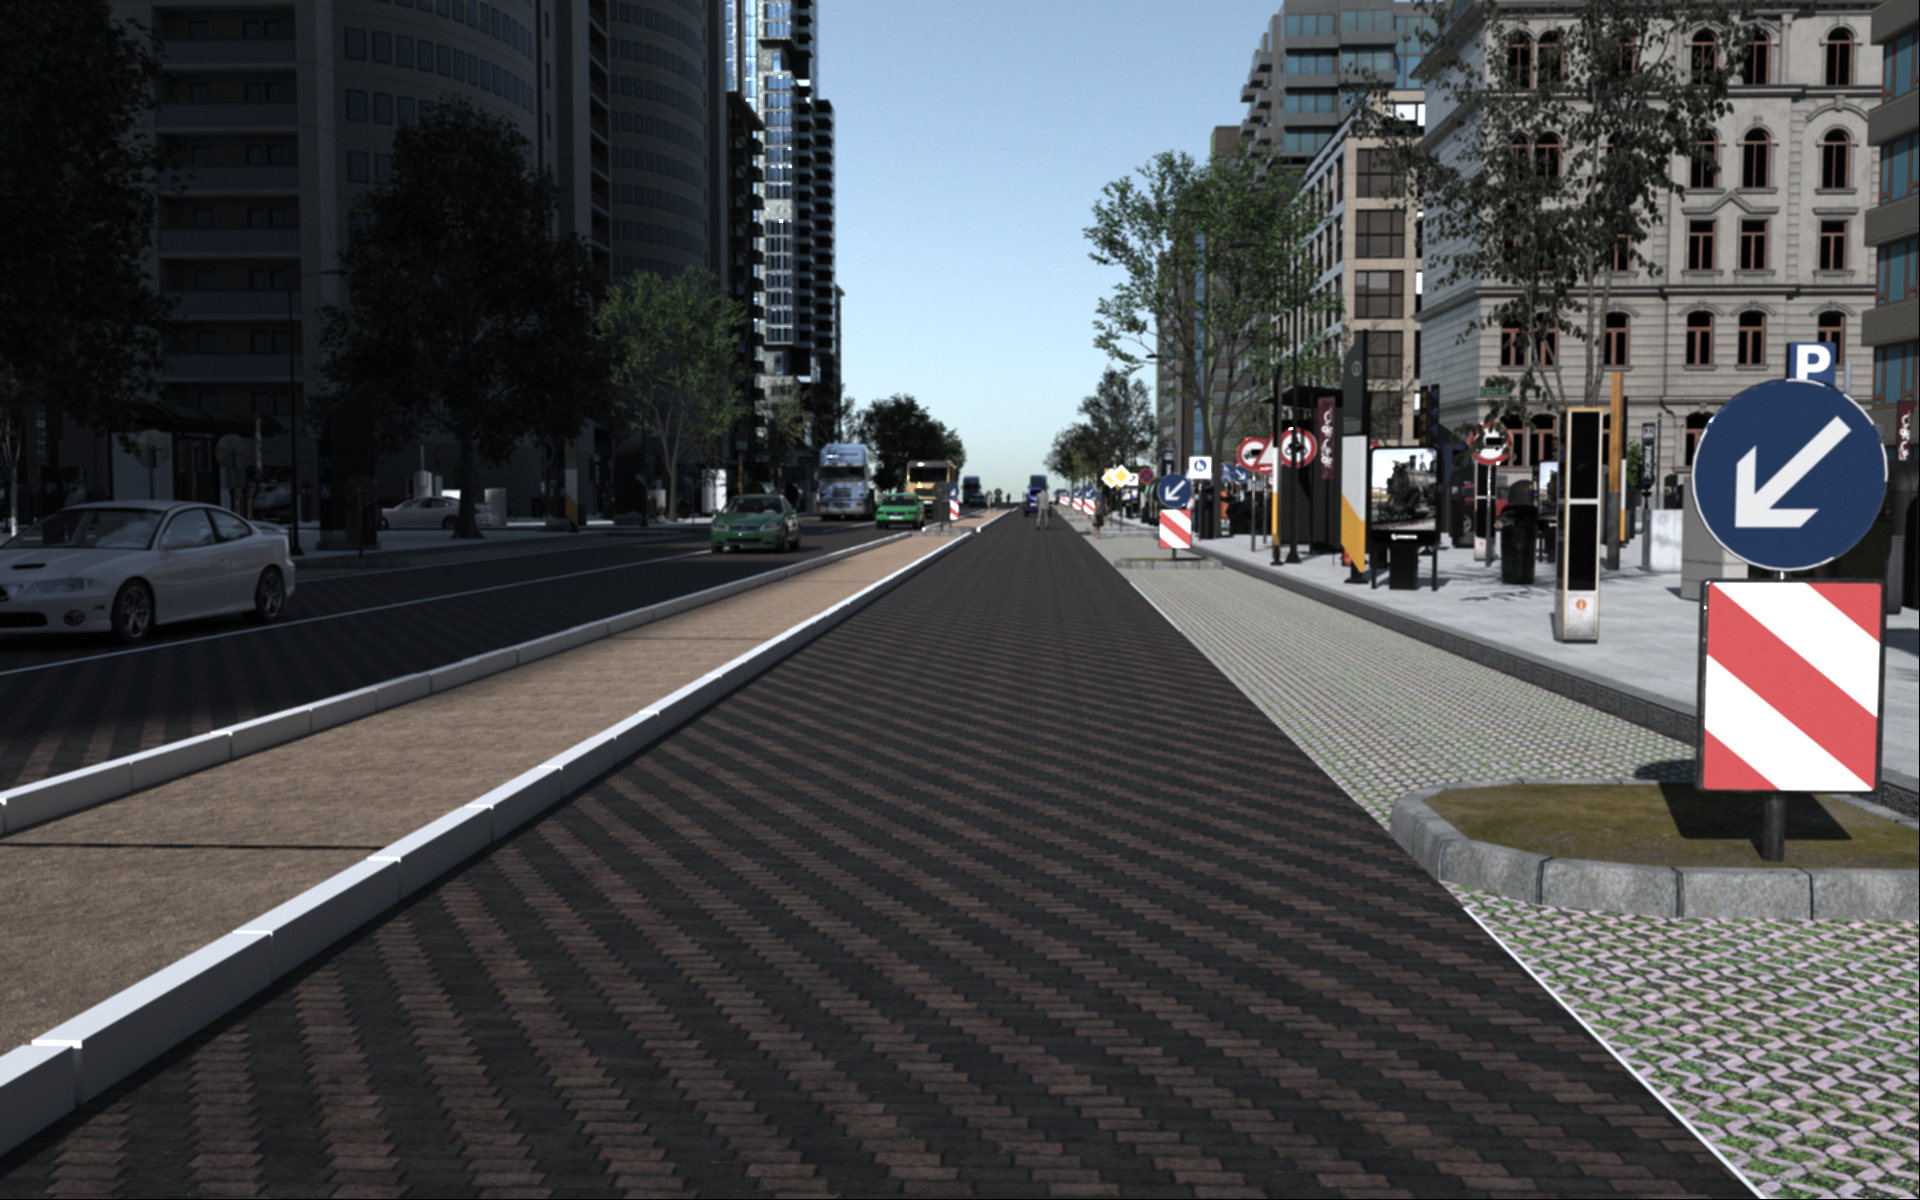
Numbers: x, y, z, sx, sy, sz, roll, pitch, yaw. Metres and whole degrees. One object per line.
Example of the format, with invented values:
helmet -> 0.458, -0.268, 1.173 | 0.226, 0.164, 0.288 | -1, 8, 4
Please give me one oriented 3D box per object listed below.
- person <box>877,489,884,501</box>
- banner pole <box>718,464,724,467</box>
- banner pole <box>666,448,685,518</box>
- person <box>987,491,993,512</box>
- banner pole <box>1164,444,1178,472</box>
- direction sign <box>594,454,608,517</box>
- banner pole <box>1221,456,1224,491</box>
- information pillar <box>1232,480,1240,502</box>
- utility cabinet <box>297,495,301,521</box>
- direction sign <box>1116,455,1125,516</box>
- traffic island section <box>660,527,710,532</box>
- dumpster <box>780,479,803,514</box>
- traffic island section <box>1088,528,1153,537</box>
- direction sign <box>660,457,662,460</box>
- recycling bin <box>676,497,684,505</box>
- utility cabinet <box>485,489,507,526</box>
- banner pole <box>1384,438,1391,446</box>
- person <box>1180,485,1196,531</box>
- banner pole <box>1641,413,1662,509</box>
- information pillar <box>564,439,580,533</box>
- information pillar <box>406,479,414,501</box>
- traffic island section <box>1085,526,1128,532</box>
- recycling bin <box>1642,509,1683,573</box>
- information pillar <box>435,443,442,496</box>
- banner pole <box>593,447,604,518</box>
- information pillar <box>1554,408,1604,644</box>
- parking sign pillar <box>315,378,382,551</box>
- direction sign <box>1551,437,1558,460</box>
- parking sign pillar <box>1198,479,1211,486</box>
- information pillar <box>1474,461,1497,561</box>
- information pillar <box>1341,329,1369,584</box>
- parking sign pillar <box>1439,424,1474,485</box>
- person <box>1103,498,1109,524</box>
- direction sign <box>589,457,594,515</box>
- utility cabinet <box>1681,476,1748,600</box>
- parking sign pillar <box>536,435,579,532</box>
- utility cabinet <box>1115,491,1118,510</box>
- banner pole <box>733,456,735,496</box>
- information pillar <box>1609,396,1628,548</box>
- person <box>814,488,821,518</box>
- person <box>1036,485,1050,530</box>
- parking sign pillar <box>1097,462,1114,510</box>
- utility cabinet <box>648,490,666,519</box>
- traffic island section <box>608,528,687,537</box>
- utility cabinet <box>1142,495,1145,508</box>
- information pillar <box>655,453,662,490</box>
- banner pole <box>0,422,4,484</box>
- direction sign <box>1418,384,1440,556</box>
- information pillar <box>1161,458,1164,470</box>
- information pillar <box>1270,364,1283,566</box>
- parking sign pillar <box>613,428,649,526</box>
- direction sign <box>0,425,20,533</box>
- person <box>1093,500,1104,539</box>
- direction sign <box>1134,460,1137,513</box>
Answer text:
person -> -5.671, -7.033, 123.834 | 0.599, 1.781, 0.374 | 0, 4, -6
banner pole -> -17.098, -8.273, 125.284 | 0.863, 3.779, 0.401 | -1, 4, -8
banner pole -> -15.656, -6.396, 94.587 | 0.863, 3.779, 0.401 | -2, 4, -33
person -> 2.320, -7.751, 136.227 | 0.522, 1.701, 0.512 | -2, 4, -24
banner pole -> 10.700, -5.964, 87.536 | 0.863, 3.779, 0.401 | 1, 4, 17
direction sign -> -20.317, -6.529, 98.750 | 0.379, 3.537, 0.876 | -3, 5, -41
banner pole -> 17.100, -7.547, 113.405 | 0.401, 3.779, 0.863 | 3, 5, 43
information pillar -> 14.239, -5.186, 89.282 | 0.304, 2.012, 0.304 | 3, 4, 37
utility cabinet -> -31.895, -4.405, 83.177 | 0.306, 1.237, 1.020 | -2, 4, -31
direction sign -> 9.365, -6.676, 101.146 | 0.379, 3.537, 0.876 | -2, 4, -26
traffic island section -> -10.390, -2.757, 67.359 | 2.009, 0.180, 2.903 | 0, 4, 3
dumpster -> -11.111, -6.748, 112.827 | 1.502, 2.255, 1.985 | 0, 4, 3
traffic island section -> 5.470, -2.224, 58.639 | 2.009, 0.180, 2.903 | 0, 4, 3
direction sign -> -18.118, -6.906, 104.911 | 0.379, 3.537, 0.876 | 0, 4, -1
recycling bin -> -21.265, -7.242, 130.964 | 0.722, 1.027, 0.722 | -3, 5, -42
utility cabinet -> -18.595, -3.711, 69.349 | 0.318, 1.500, 1.173 | -3, 5, -44
banner pole -> 19.232, -5.382, 78.010 | 0.401, 3.779, 0.863 | 3, 4, 36
person -> 8.071, -3.162, 60.875 | 0.731, 1.740, 0.598 | 0, 4, 5
banner pole -> 21.355, -3.880, 53.448 | 0.401, 3.779, 0.863 | -2, 4, -29
information pillar -> -12.862, -4.036, 57.350 | 0.183, 3.616, 0.504 | 3, 4, 36
information pillar -> -25.990, -4.735, 81.917 | 0.304, 2.012, 0.304 | -2, 4, -33
traffic island section -> 5.834, -2.712, 66.616 | 2.009, 0.180, 2.903 | 0, 4, 3
recycling bin -> 11.608, -0.966, 28.342 | 0.722, 1.027, 0.722 | 1, 4, 10
information pillar -> -24.124, -5.433, 80.178 | 0.504, 3.616, 0.183 | 3, 5, 41
banner pole -> -19.117, -6.233, 91.923 | 0.401, 3.779, 0.863 | 3, 5, 42
information pillar -> 5.324, -0.637, 14.911 | 0.304, 2.012, 0.304 | 0, 4, 5
parking sign pillar -> -14.114, -3.143, 39.858 | 1.447, 3.967, 1.447 | 2, 4, 27
direction sign -> 23.655, -4.672, 68.386 | 0.379, 3.537, 0.876 | -2, 4, -24
parking sign pillar -> 15.439, -7.279, 107.484 | 1.447, 3.967, 1.447 | 0, 4, -6
information pillar -> 10.044, -1.749, 33.093 | 0.304, 2.012, 0.304 | 3, 5, 41
information pillar -> 5.658, -2.047, 24.824 | 0.183, 3.616, 0.504 | -1, 4, -23
parking sign pillar -> 18.969, -4.757, 66.256 | 1.447, 3.967, 1.447 | -1, 4, -10
person -> 6.838, -4.159, 81.161 | 0.373, 1.253, 0.362 | 0, 4, -6
direction sign -> -22.701, -7.063, 107.481 | 0.379, 3.537, 0.876 | 2, 4, 28
utility cabinet -> 8.935, -0.722, 20.483 | 0.318, 1.500, 1.173 | 0, 4, 1
parking sign pillar -> -13.822, -4.338, 59.398 | 1.447, 3.967, 1.447 | -2, 4, -33
utility cabinet -> 12.789, -8.101, 141.127 | 0.318, 1.500, 1.173 | -1, 4, -15
banner pole -> -14.973, -7.623, 114.655 | 0.401, 3.779, 0.863 | 0, 4, 2
information pillar -> 15.754, -3.065, 41.471 | 0.183, 3.616, 0.504 | -1, 4, -22
person -> -8.472, -5.829, 104.206 | 0.661, 1.777, 0.834 | 1, 4, 21
person -> 3.317, -3.711, 69.443 | 0.678, 1.792, 0.850 | 2, 4, 29
parking sign pillar -> 11.706, -9.227, 139.330 | 1.447, 3.967, 1.447 | 0, 4, 7
utility cabinet -> -15.673, -4.887, 88.589 | 1.173, 1.500, 0.318 | -1, 4, -17
traffic island section -> -10.755, -2.269, 59.382 | 2.009, 0.180, 2.903 | 0, 4, 3
utility cabinet -> 9.221, -4.391, 82.955 | 1.020, 1.237, 0.306 | 3, 4, 39
information pillar -> -17.388, -6.644, 99.992 | 0.183, 3.616, 0.504 | 2, 4, 30
banner pole -> -29.486, -3.835, 52.713 | 0.401, 3.779, 0.863 | 2, 4, 32
direction sign -> 9.737, -2.692, 36.012 | 0.379, 3.537, 0.876 | -1, 4, -9
information pillar -> 13.332, -7.505, 114.065 | 0.183, 3.616, 0.504 | -1, 4, -10
information pillar -> 5.688, -2.428, 31.047 | 0.183, 3.616, 0.504 | 1, 4, 19
parking sign pillar -> -13.411, -5.022, 70.585 | 1.447, 3.967, 1.447 | 1, 4, 18
direction sign -> -31.440, -3.977, 57.027 | 0.876, 3.537, 0.379 | -1, 4, -20
person -> 4.399, -2.553, 54.913 | 0.362, 1.253, 0.373 | -2, 4, -27
direction sign -> 11.773, -7.600, 116.259 | 0.379, 3.537, 0.876 | 1, 4, 12
